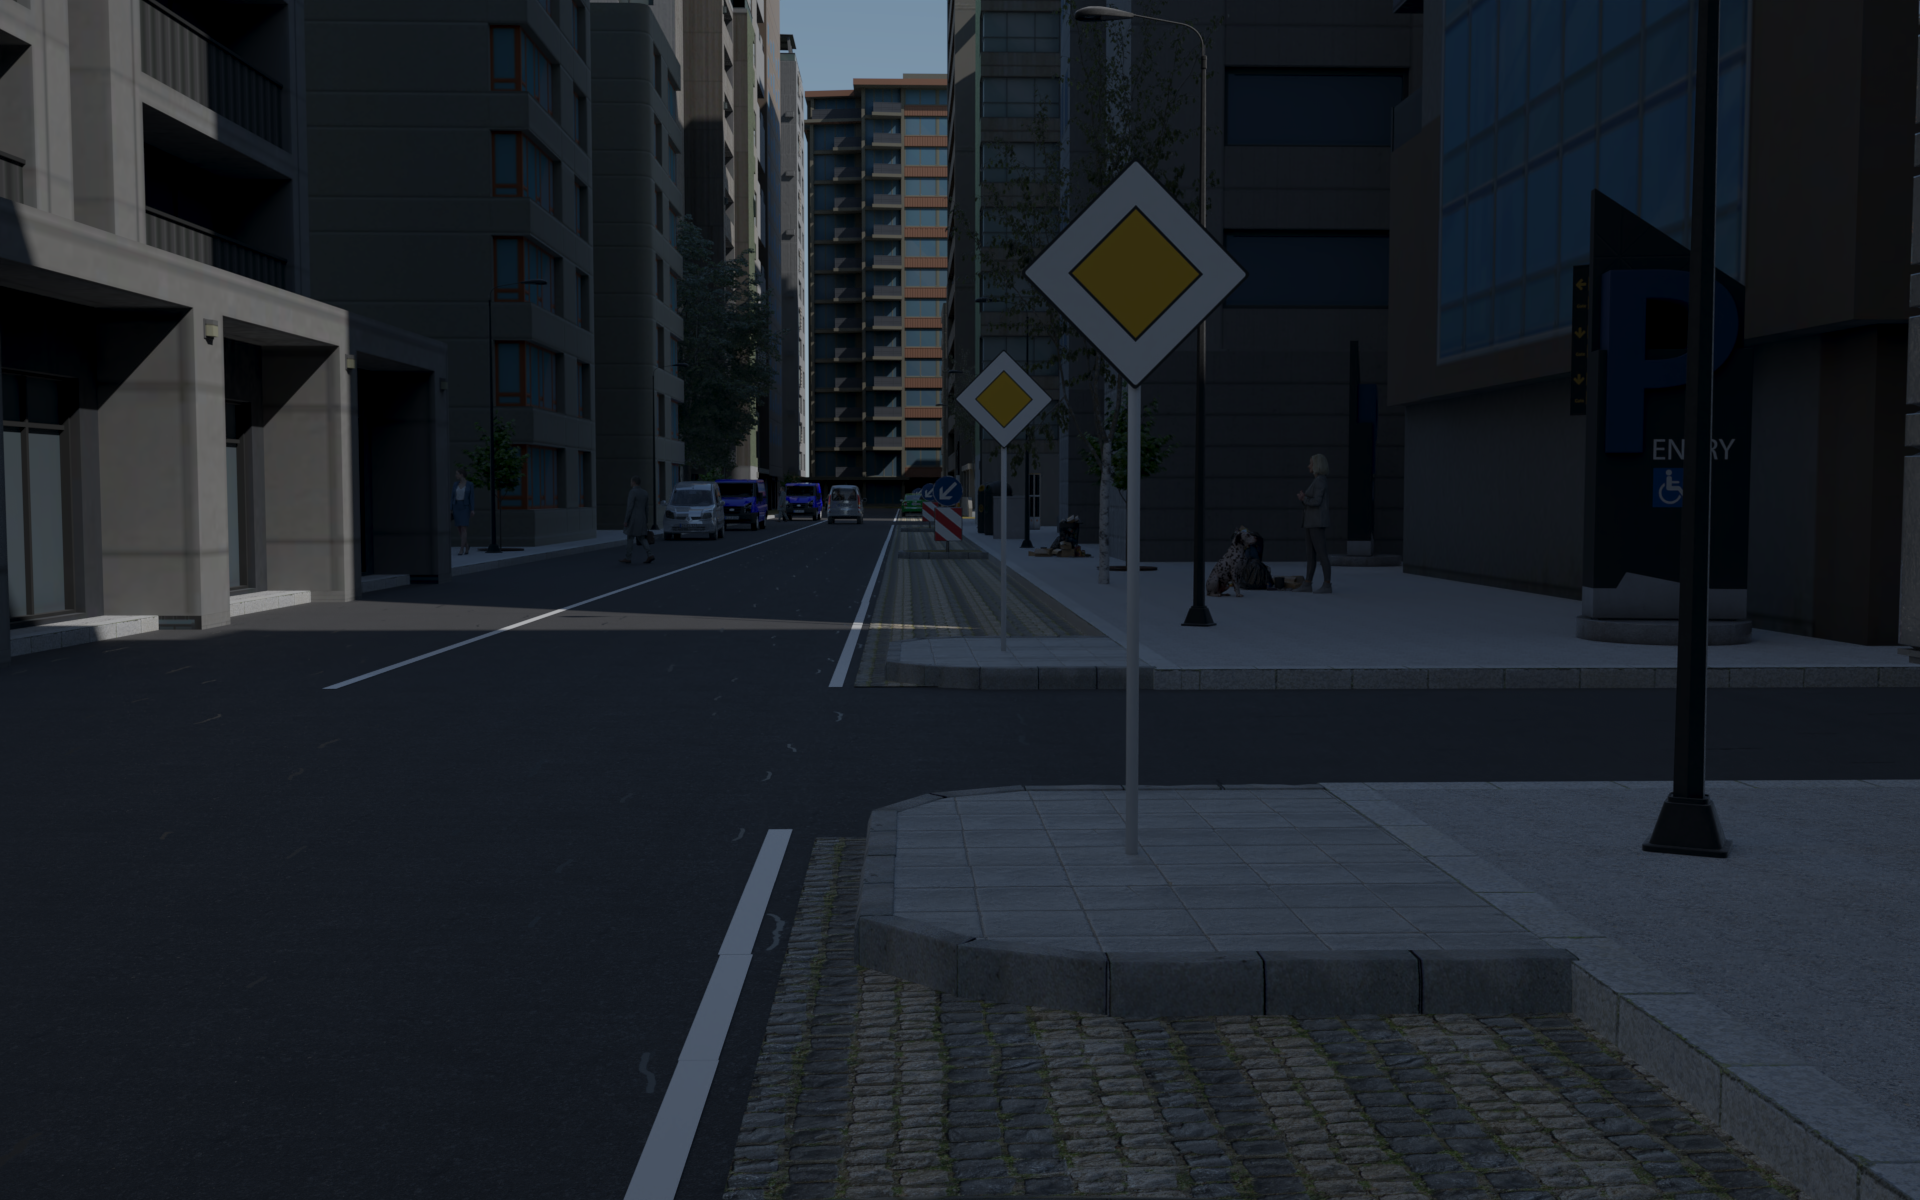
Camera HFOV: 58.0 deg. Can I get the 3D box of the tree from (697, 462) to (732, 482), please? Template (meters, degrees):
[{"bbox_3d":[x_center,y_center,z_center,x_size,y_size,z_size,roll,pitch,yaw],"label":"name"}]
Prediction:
[{"bbox_3d":[-12.606,-5.730,88.284,1.663,3.219,1.824,0,3,0],"label":"tree"}]

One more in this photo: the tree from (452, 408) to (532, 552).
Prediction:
[{"bbox_3d":[-10.399,-2.726,39.173,1.663,3.219,1.824,0,3,0],"label":"tree"}]

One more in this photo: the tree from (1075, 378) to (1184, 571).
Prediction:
[{"bbox_3d":[2.702,-2.119,29.242,1.663,3.219,1.824,0,3,0],"label":"tree"}]

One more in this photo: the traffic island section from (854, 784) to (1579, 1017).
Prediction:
[{"bbox_3d":[0.654,0.986,6.165,2.009,0.180,2.903,0,4,-2],"label":"traffic island section"}]

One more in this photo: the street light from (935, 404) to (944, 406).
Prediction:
[{"bbox_3d":[-0.566,-7.134,89.187,1.470,5.913,1.316,0,4,-2],"label":"street light"}]

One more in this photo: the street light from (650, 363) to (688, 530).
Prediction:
[{"bbox_3d":[-10.334,-5.446,61.576,1.470,5.913,1.316,0,4,-2],"label":"street light"}]

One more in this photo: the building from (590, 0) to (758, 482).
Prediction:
[{"bbox_3d":[-18.873,-19.807,95.540,14.160,30.474,14.107,0,4,-2],"label":"building"}]

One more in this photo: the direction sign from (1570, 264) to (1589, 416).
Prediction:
[{"bbox_3d":[6.396,-1.527,16.963,0.876,3.537,0.379,3,5,44],"label":"direction sign"}]

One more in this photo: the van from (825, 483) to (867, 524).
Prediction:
[{"bbox_3d":[-5.538,-4.698,83.830,2.013,2.044,4.112,0,4,-2],"label":"van"}]

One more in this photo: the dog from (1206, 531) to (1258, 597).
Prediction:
[{"bbox_3d":[3.325,-0.454,21.810,0.513,0.831,0.800,-1,4,-22],"label":"dog"}]

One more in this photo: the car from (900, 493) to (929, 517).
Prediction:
[{"bbox_3d":[-2.810,-6.142,109.221,1.959,1.807,4.718,0,4,-2],"label":"car"}]

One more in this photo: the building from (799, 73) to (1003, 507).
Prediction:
[{"bbox_3d":[-3.433,-32.343,183.434,28.867,44.769,22.147,0,4,-2],"label":"building"}]

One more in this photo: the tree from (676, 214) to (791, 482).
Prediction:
[{"bbox_3d":[-12.140,-10.401,76.703,9.857,13.997,8.962,0,3,0],"label":"tree"}]

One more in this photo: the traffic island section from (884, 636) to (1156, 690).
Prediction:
[{"bbox_3d":[0.398,0.498,14.146,2.009,0.180,2.903,0,4,-2],"label":"traffic island section"}]

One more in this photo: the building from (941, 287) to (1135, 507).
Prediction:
[{"bbox_3d":[12.482,-18.746,151.538,27.650,21.520,28.899,0,4,-2],"label":"building"}]

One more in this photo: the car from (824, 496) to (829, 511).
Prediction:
[{"bbox_3d":[-10.316,-8.236,144.447,2.009,1.686,4.222,0,4,-3],"label":"car"}]

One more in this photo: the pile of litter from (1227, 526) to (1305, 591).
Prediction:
[{"bbox_3d":[4.157,-0.596,23.706,1.176,0.858,1.719,0,4,3],"label":"pile of litter"}]

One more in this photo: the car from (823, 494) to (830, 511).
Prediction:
[{"bbox_3d":[-10.756,-8.507,149.314,2.015,1.641,3.980,0,4,-3],"label":"car"}]

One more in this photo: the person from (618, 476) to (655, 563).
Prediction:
[{"bbox_3d":[-6.695,-1.664,35.802,0.767,1.812,0.694,2,4,27],"label":"person"}]

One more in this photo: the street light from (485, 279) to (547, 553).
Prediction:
[{"bbox_3d":[-9.612,-3.976,37.549,1.470,5.913,1.316,0,4,-2],"label":"street light"}]

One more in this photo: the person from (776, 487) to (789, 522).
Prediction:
[{"bbox_3d":[-9.124,-4.901,88.725,0.767,1.812,0.694,0,4,-7],"label":"person"}]

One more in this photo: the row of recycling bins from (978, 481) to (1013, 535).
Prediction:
[{"bbox_3d":[1.152,-2.948,55.311,1.069,1.692,3.534,0,4,-4],"label":"row of recycling bins"}]

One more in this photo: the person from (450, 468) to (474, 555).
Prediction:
[{"bbox_3d":[-10.429,-1.856,36.410,0.581,1.822,0.654,1,4,21],"label":"person"}]

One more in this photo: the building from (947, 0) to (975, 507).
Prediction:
[{"bbox_3d":[9.978,-30.664,125.060,21.300,48.544,21.600,0,4,-2],"label":"building"}]

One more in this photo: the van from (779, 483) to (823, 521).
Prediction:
[{"bbox_3d":[-8.599,-5.503,94.361,2.240,2.365,5.245,0,4,-1],"label":"van"}]

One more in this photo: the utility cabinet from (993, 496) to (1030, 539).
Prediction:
[{"bbox_3d":[1.477,-2.348,49.550,1.020,1.237,0.306,1,4,13],"label":"utility cabinet"}]

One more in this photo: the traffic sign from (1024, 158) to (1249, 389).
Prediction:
[{"bbox_3d":[0.631,-0.238,6.082,0.795,2.593,0.064,0,4,-2],"label":"traffic sign"}]

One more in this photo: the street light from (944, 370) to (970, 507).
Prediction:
[{"bbox_3d":[0.255,-5.661,65.095,1.470,5.913,1.316,0,4,-2],"label":"street light"}]

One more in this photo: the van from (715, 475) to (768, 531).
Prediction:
[{"bbox_3d":[-8.876,-3.977,69.405,2.240,2.365,5.245,0,4,-1],"label":"van"}]

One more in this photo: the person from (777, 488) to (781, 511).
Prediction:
[{"bbox_3d":[-12.623,-7.059,122.133,0.621,1.740,0.551,1,4,17],"label":"person"}]

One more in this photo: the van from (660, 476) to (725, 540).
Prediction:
[{"bbox_3d":[-8.433,-2.936,55.014,2.013,2.044,4.112,0,4,-3],"label":"van"}]

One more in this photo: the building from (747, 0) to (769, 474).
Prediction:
[{"bbox_3d":[-27.311,-32.179,115.364,28.713,52.752,27.495,0,4,-2],"label":"building"}]

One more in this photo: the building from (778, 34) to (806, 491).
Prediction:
[{"bbox_3d":[-21.192,-28.949,156.911,14.086,41.232,14.154,0,4,-2],"label":"building"}]

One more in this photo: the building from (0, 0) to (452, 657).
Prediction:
[{"bbox_3d":[-18.383,-35.664,21.364,20.563,71.187,20.611,0,4,-2],"label":"building"}]

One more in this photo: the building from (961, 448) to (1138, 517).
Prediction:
[{"bbox_3d":[16.384,-25.130,102.753,32.217,40.220,23.993,0,4,-2],"label":"building"}]

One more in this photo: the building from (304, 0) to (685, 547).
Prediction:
[{"bbox_3d":[-24.607,-12.866,55.391,27.650,21.520,28.899,0,4,-2],"label":"building"}]

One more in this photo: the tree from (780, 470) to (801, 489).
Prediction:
[{"bbox_3d":[-13.957,-9.392,148.166,1.663,3.219,1.824,0,3,0],"label":"tree"}]

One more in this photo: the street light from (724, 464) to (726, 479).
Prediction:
[{"bbox_3d":[-11.065,-6.912,85.547,1.470,5.913,1.316,0,4,-2],"label":"street light"}]

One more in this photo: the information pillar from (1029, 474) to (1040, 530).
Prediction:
[{"bbox_3d":[2.675,-3.526,62.145,0.304,2.012,0.304,-3,4,-37],"label":"information pillar"}]

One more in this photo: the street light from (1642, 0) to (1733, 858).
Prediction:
[{"bbox_3d":[2.095,-2.052,6.084,1.470,5.913,1.316,0,4,-2],"label":"street light"}]

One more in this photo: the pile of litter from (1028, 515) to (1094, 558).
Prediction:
[{"bbox_3d":[2.065,-1.318,35.509,1.176,0.858,1.719,-1,4,-17],"label":"pile of litter"}]

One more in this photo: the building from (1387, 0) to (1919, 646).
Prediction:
[{"bbox_3d":[14.140,-22.622,19.975,14.200,45.320,14.600,0,4,-2],"label":"building"}]

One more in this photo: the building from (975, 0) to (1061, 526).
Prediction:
[{"bbox_3d":[7.608,-23.919,74.671,14.154,41.232,14.086,0,4,-2],"label":"building"}]

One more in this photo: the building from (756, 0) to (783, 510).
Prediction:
[{"bbox_3d":[-21.556,-29.769,136.834,14.600,45.320,14.200,0,4,-2],"label":"building"}]

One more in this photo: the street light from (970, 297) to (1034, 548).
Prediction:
[{"bbox_3d":[1.054,-4.193,41.094,1.470,5.913,1.316,0,4,-2],"label":"street light"}]

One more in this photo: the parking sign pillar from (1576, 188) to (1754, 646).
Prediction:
[{"bbox_3d":[6.219,-1.636,15.218,1.447,3.967,1.447,0,4,7],"label":"parking sign pillar"}]

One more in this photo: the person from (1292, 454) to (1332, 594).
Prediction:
[{"bbox_3d":[4.557,-0.989,22.403,0.526,1.800,0.537,1,4,14],"label":"person"}]

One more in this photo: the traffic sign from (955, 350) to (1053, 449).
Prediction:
[{"bbox_3d":[0.375,-0.726,14.063,0.795,2.593,0.064,0,4,-2],"label":"traffic sign"}]

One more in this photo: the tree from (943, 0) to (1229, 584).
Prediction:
[{"bbox_3d":[1.990,-4.550,24.751,4.360,8.622,3.978,0,3,0],"label":"tree"}]

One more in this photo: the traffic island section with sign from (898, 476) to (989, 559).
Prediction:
[{"bbox_3d":[-0.394,-1.841,38.732,1.989,1.847,2.006,0,4,-2],"label":"traffic island section with sign"}]

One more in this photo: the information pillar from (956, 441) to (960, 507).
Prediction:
[{"bbox_3d":[-0.092,-5.200,76.380,0.183,3.616,0.504,-1,4,-9],"label":"information pillar"}]

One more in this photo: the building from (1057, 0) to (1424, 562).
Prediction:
[{"bbox_3d":[13.207,-30.778,45.213,21.231,58.520,28.212,0,4,-2],"label":"building"}]

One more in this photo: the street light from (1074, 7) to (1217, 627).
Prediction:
[{"bbox_3d":[1.788,-2.701,16.705,1.470,5.913,1.316,0,4,-2],"label":"street light"}]

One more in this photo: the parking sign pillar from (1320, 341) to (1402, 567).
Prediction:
[{"bbox_3d":[7.217,-2.606,31.085,1.447,3.967,1.447,1,4,16],"label":"parking sign pillar"}]
